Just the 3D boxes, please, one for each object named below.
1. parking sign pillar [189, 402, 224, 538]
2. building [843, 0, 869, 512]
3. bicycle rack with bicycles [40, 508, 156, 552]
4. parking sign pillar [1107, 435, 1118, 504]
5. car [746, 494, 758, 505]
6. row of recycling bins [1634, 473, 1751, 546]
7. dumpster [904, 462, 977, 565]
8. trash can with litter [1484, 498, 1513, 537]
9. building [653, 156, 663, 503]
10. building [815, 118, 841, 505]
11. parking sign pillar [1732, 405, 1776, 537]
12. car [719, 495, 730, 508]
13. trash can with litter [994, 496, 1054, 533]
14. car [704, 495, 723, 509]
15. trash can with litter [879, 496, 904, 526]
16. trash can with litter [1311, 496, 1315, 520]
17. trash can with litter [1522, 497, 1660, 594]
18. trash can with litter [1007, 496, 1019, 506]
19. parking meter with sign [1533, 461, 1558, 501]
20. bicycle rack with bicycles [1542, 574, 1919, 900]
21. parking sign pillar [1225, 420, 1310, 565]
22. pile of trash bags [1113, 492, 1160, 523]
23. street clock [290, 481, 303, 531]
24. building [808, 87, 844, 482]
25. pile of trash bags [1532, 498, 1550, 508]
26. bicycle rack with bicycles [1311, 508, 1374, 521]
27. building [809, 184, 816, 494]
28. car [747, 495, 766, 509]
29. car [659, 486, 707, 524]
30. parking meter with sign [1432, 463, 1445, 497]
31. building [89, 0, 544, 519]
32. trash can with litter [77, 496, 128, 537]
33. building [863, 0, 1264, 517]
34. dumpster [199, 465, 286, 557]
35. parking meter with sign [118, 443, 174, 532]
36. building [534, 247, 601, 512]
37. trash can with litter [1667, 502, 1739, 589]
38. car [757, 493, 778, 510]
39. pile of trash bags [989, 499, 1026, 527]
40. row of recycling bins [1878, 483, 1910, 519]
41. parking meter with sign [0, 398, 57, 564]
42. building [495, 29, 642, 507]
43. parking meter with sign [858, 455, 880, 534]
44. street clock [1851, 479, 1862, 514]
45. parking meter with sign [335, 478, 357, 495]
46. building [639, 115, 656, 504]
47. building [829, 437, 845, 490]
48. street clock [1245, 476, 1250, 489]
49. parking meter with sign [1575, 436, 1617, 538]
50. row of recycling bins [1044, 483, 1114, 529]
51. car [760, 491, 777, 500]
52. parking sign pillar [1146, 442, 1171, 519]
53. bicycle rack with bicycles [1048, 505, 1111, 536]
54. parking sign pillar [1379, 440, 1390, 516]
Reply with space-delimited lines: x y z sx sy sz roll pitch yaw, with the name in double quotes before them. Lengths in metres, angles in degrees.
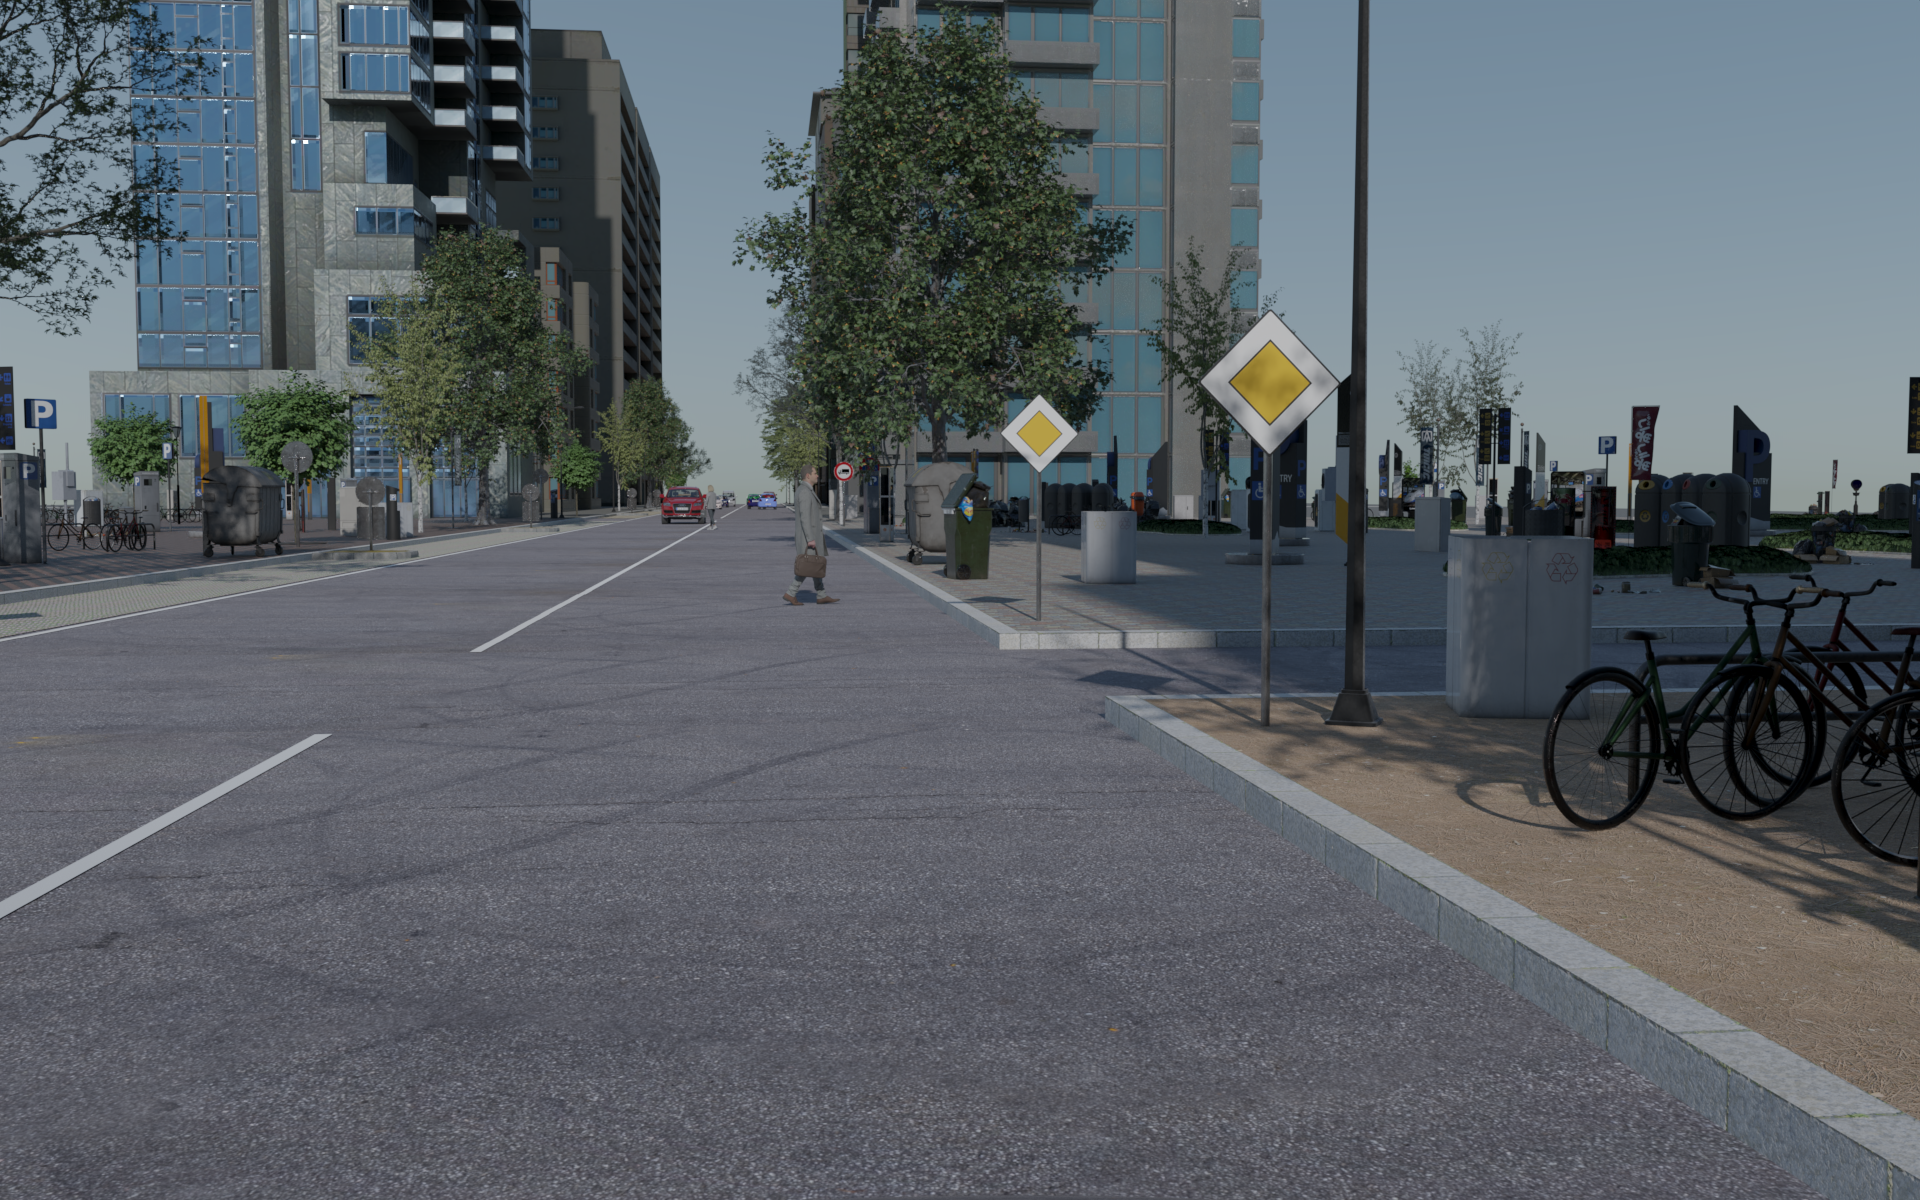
"parking sign pillar" -22.123 -3.844 51.325 1.447 3.967 1.447 -2 4 -28
"building" -1.809 -27.357 130.878 14.154 41.232 14.086 0 4 -6
"bicycle rack with bicycles" -19.427 -1.588 39.340 2.852 0.926 2.925 1 4 9
"parking sign pillar" 6.968 -5.540 79.050 1.447 3.967 1.447 0 4 3
"car" -27.089 -13.363 227.287 1.959 1.807 4.718 0 4 -5
"row of recycling bins" 14.817 -1.711 35.093 1.069 1.692 3.534 0 4 -6
"dumpster" -0.335 -1.592 31.781 1.264 1.857 1.865 0 4 -7
"trash can with litter" 16.417 -2.513 52.469 1.055 1.170 0.624 2 4 24
"building" -50.777 -37.000 228.648 21.300 48.544 21.600 0 4 -6
"building" -9.071 -33.793 202.632 14.600 45.320 14.200 0 4 -6
"parking sign pillar" 24.098 -3.929 52.710 1.447 3.967 1.447 -2 4 -28
"car" -25.567 -10.542 184.946 1.945 1.354 3.894 0 4 -7
"trash can with litter" 2.283 -2.859 57.801 1.678 1.210 2.233 -2 4 -35
"car" -23.308 -9.202 162.806 2.083 1.381 4.827 0 4 -7
"trash can with litter" -2.743 -3.517 68.565 2.233 1.210 1.678 -3 5 -42
"trash can with litter" 17.803 -4.518 85.258 0.624 1.170 1.055 -3 4 -36
"trash can with litter" 7.995 -0.699 22.485 2.233 1.210 1.678 0 4 7
"trash can with litter" 2.731 -4.347 82.465 0.624 1.170 1.055 2 4 33
"parking meter with sign" 30.246 -5.750 90.272 1.738 3.016 0.543 -1 4 -20
"bicycle rack with bicycles" 3.624 0.418 6.556 2.925 0.926 2.852 0 4 -7
"parking sign pillar" 5.615 -2.652 31.827 1.447 3.967 1.447 1 4 16
"pile of trash bags" 6.824 -3.524 67.375 1.912 1.369 3.447 0 4 -1
"street clock" -22.739 -3.354 59.403 0.471 2.002 0.358 -2 4 -32
"building" -4.793 -38.813 223.823 28.713 52.752 27.495 0 4 -6
"pile of trash bags" 27.956 -4.483 83.057 1.912 1.369 3.447 0 4 -7
"bicycle rack with bicycles" 17.584 -4.068 79.889 2.925 0.926 2.852 0 4 7
"building" -14.127 -36.347 244.378 14.600 45.320 14.200 0 4 -6
"car" -19.343 -9.315 164.873 1.945 1.354 3.894 0 4 -5
"car" -13.361 -4.599 83.872 2.281 1.827 5.304 0 4 -7
"parking meter with sign" 26.184 -6.023 94.734 0.543 3.016 1.738 0 4 -6
"building" -36.746 -48.346 103.127 22.319 86.520 31.000 0 4 -6
"trash can with litter" -26.107 -2.564 52.987 1.678 1.210 2.233 3 4 37
"building" 5.518 -29.899 108.450 23.786 49.044 30.456 0 4 -6
"dumpster" -14.800 -1.835 35.754 1.264 1.857 1.865 0 4 -6
"parking meter with sign" -27.379 -3.792 58.261 0.543 3.016 1.738 2 4 35
"building" -43.416 -17.703 134.475 27.650 21.520 28.899 0 4 -6
"trash can with litter" 10.295 -0.765 23.901 0.624 1.170 1.055 -1 4 -22
"car" -17.854 -9.224 160.395 1.945 1.707 3.694 0 4 -8
"pile of trash bags" 0.719 -3.500 66.970 3.447 1.369 1.912 -1 4 -23
"row of recycling bins" 36.325 -3.677 67.225 1.069 1.692 3.534 2 4 23
"parking meter with sign" -17.487 -2.203 32.274 1.738 3.016 0.543 3 4 37
"building" -46.078 -34.334 185.057 21.300 48.544 21.600 0 4 -6
"parking meter with sign" -2.922 -3.694 56.657 0.543 3.016 1.738 -1 4 -13
"street clock" 43.963 -4.918 84.980 0.471 2.002 0.358 1 4 11
"parking meter with sign" -29.081 -5.275 82.503 0.543 3.016 1.738 2 4 32
"building" -48.307 -35.645 206.502 21.300 48.544 21.600 0 4 -6
"building" -7.389 -25.503 188.677 14.160 30.474 14.107 0 4 -6
"street clock" 11.754 -3.998 69.931 0.471 2.002 0.358 0 4 4
"parking meter with sign" 18.846 -3.384 51.583 1.738 3.016 0.543 -3 5 -42
"row of recycling bins" 4.387 -3.501 64.355 1.069 1.692 3.534 -3 4 -36
"car" -25.827 -13.776 233.915 2.281 1.827 5.304 0 4 -7
"parking sign pillar" 10.075 -6.122 88.560 1.447 3.967 1.447 3 5 41
"bicycle rack with bicycles" 4.056 -2.512 54.451 2.925 0.926 2.852 -1 4 -10
"parking sign pillar" 20.865 -5.915 85.182 1.447 3.967 1.447 1 4 18
